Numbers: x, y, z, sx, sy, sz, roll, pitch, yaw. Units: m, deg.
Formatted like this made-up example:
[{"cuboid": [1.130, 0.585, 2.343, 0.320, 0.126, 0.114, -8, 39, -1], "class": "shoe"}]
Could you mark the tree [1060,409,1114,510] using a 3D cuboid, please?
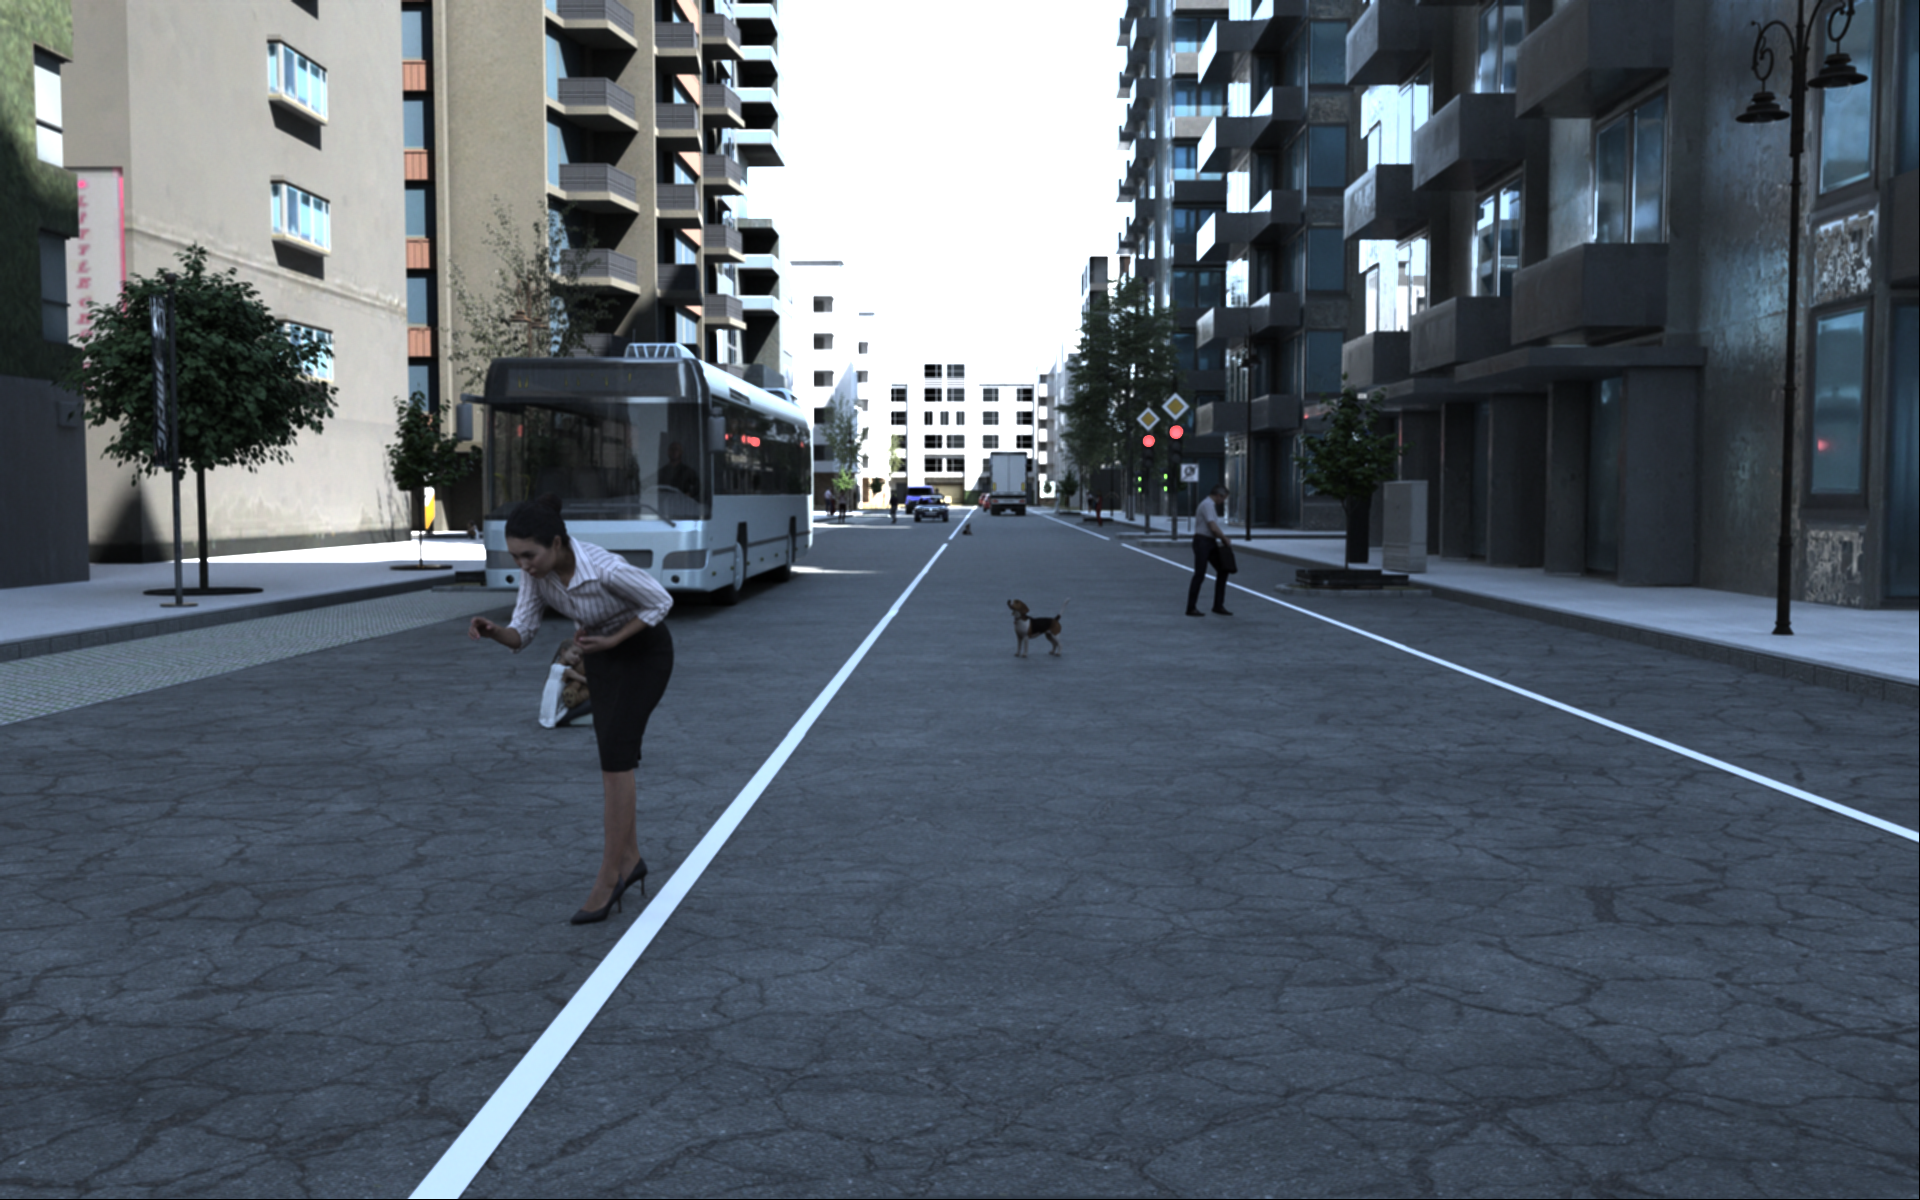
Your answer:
[{"cuboid": [10.164, -11.532, 138.917, 4.737, 8.622, 4.395, 0, 3, 0], "class": "tree"}]

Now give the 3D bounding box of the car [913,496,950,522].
[{"cuboid": [-1.480, -4.750, 90.244, 1.945, 1.354, 3.894, 0, 4, 0], "class": "car"}]

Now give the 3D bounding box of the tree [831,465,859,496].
[{"cuboid": [-7.842, -7.371, 115.121, 1.663, 3.219, 1.824, 0, 3, 0], "class": "tree"}]

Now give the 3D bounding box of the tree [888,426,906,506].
[{"cuboid": [-7.732, -14.534, 187.985, 4.737, 8.622, 4.395, 0, 3, 0], "class": "tree"}]

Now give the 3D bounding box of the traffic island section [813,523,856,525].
[{"cuboid": [-5.901, -3.543, 80.792, 1.991, 0.108, 1.994, 0, 4, 1], "class": "traffic island section"}]

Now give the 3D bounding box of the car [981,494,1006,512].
[{"cuboid": [2.792, -8.056, 140.747, 2.155, 1.783, 4.494, 0, 4, 0], "class": "car"}]

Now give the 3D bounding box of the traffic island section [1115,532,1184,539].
[{"cuboid": [6.076, -2.060, 55.960, 2.009, 0.180, 2.903, 0, 4, 1], "class": "traffic island section"}]

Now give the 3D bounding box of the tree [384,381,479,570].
[{"cuboid": [-9.255, -2.130, 29.423, 1.663, 3.219, 1.824, 0, 3, 0], "class": "tree"}]

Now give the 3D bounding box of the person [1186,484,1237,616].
[{"cuboid": [2.978, -0.597, 20.472, 0.590, 1.554, 0.614, 1, 4, 13], "class": "person"}]

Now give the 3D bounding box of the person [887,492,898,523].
[{"cuboid": [-3.295, -4.541, 84.958, 0.569, 1.553, 0.471, -1, 4, -10], "class": "person"}]

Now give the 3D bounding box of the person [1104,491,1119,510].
[{"cuboid": [12.311, -8.180, 140.504, 1.217, 1.735, 0.721, 1, 4, 23], "class": "person"}]

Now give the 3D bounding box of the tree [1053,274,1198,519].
[{"cuboid": [8.587, -10.526, 90.225, 7.486, 12.596, 7.792, 0, 3, 0], "class": "tree"}]

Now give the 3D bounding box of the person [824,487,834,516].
[{"cuboid": [-7.624, -5.752, 101.033, 0.436, 1.711, 0.756, -2, 4, -29], "class": "person"}]

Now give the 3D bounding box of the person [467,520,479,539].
[{"cuboid": [-13.765, -1.982, 48.917, 0.357, 0.543, 0.381, -1, 4, -17], "class": "person"}]

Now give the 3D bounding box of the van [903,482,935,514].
[{"cuboid": [-2.865, -7.374, 124.946, 2.240, 2.365, 5.245, 0, 4, 2], "class": "van"}]

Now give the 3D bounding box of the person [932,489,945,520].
[{"cuboid": [-1.255, -5.231, 94.756, 0.841, 1.734, 0.376, 1, 4, 18], "class": "person"}]

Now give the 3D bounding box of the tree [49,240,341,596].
[{"cuboid": [-9.930, -2.368, 22.424, 4.285, 4.588, 4.351, 0, 3, 0], "class": "tree"}]

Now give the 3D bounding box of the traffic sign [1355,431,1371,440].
[{"cuboid": [7.418, -1.976, 32.409, 0.768, 2.556, 0.104, 0, 4, 6], "class": "traffic sign"}]

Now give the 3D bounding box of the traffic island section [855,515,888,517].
[{"cuboid": [-5.503, -5.209, 108.025, 1.991, 0.108, 1.994, 0, 4, 1], "class": "traffic island section"}]

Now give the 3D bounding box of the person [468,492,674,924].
[{"cuboid": [-1.282, 0.358, 5.838, 0.628, 1.438, 0.799, 0, 4, -8], "class": "person"}]

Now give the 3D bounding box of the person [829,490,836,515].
[{"cuboid": [-7.927, -6.059, 107.573, 0.387, 1.526, 0.523, 1, 4, 13], "class": "person"}]

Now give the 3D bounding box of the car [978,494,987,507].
[{"cuboid": [3.093, -11.603, 198.755, 2.155, 1.783, 4.494, 0, 4, 2], "class": "car"}]

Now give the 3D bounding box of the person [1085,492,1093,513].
[{"cuboid": [8.686, -6.599, 117.128, 0.628, 1.438, 0.799, -1, 4, -9], "class": "person"}]

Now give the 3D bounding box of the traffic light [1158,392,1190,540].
[{"cuboid": [5.919, -3.605, 47.862, 0.839, 4.253, 0.868, 0, 4, 1], "class": "traffic light"}]

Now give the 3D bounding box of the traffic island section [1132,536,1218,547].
[{"cuboid": [5.959, -1.572, 47.975, 2.009, 0.180, 2.903, 0, 4, 1], "class": "traffic island section"}]

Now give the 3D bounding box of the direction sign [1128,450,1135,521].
[{"cuboid": [8.209, -5.553, 82.790, 0.379, 3.537, 0.876, 0, 4, 6], "class": "direction sign"}]

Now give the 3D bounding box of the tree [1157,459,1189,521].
[{"cuboid": [10.372, -5.459, 83.856, 1.663, 3.219, 1.824, 0, 3, 0], "class": "tree"}]

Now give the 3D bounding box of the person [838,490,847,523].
[{"cuboid": [-5.823, -4.656, 86.082, 0.517, 1.644, 0.566, 2, 4, 26], "class": "person"}]

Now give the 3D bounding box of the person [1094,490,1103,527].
[{"cuboid": [6.085, -4.042, 76.297, 0.593, 1.614, 0.444, -3, 5, -40], "class": "person"}]

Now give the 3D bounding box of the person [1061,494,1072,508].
[{"cuboid": [10.193, -9.701, 165.381, 1.217, 1.736, 0.721, 3, 5, 41], "class": "person"}]

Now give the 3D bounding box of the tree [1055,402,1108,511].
[{"cuboid": [9.580, -11.222, 133.849, 4.360, 8.622, 3.978, 0, 3, 0], "class": "tree"}]

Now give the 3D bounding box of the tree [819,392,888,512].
[{"cuboid": [-8.334, -10.778, 126.583, 4.737, 8.622, 4.395, 0, 3, 0], "class": "tree"}]

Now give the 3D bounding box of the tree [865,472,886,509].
[{"cuboid": [-7.203, -9.530, 150.410, 1.663, 3.219, 1.824, 0, 3, 0], "class": "tree"}]

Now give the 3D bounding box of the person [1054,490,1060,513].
[{"cuboid": [7.142, -7.293, 127.891, 0.789, 1.805, 0.875, 1, 4, 18], "class": "person"}]

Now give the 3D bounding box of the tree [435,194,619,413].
[{"cuboid": [-10.264, -5.586, 41.687, 4.360, 8.622, 3.978, 0, 3, 0], "class": "tree"}]

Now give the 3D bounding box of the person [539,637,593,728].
[{"cuboid": [-2.418, 0.504, 10.729, 0.357, 0.543, 0.381, -2, 4, -25], "class": "person"}]

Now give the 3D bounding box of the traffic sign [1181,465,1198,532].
[{"cuboid": [7.812, -3.477, 58.983, 0.606, 2.300, 0.079, 0, 4, 3], "class": "traffic sign"}]

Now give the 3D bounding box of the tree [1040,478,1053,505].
[{"cuboid": [10.356, -13.006, 207.241, 1.663, 3.219, 1.824, 0, 3, 0], "class": "tree"}]
